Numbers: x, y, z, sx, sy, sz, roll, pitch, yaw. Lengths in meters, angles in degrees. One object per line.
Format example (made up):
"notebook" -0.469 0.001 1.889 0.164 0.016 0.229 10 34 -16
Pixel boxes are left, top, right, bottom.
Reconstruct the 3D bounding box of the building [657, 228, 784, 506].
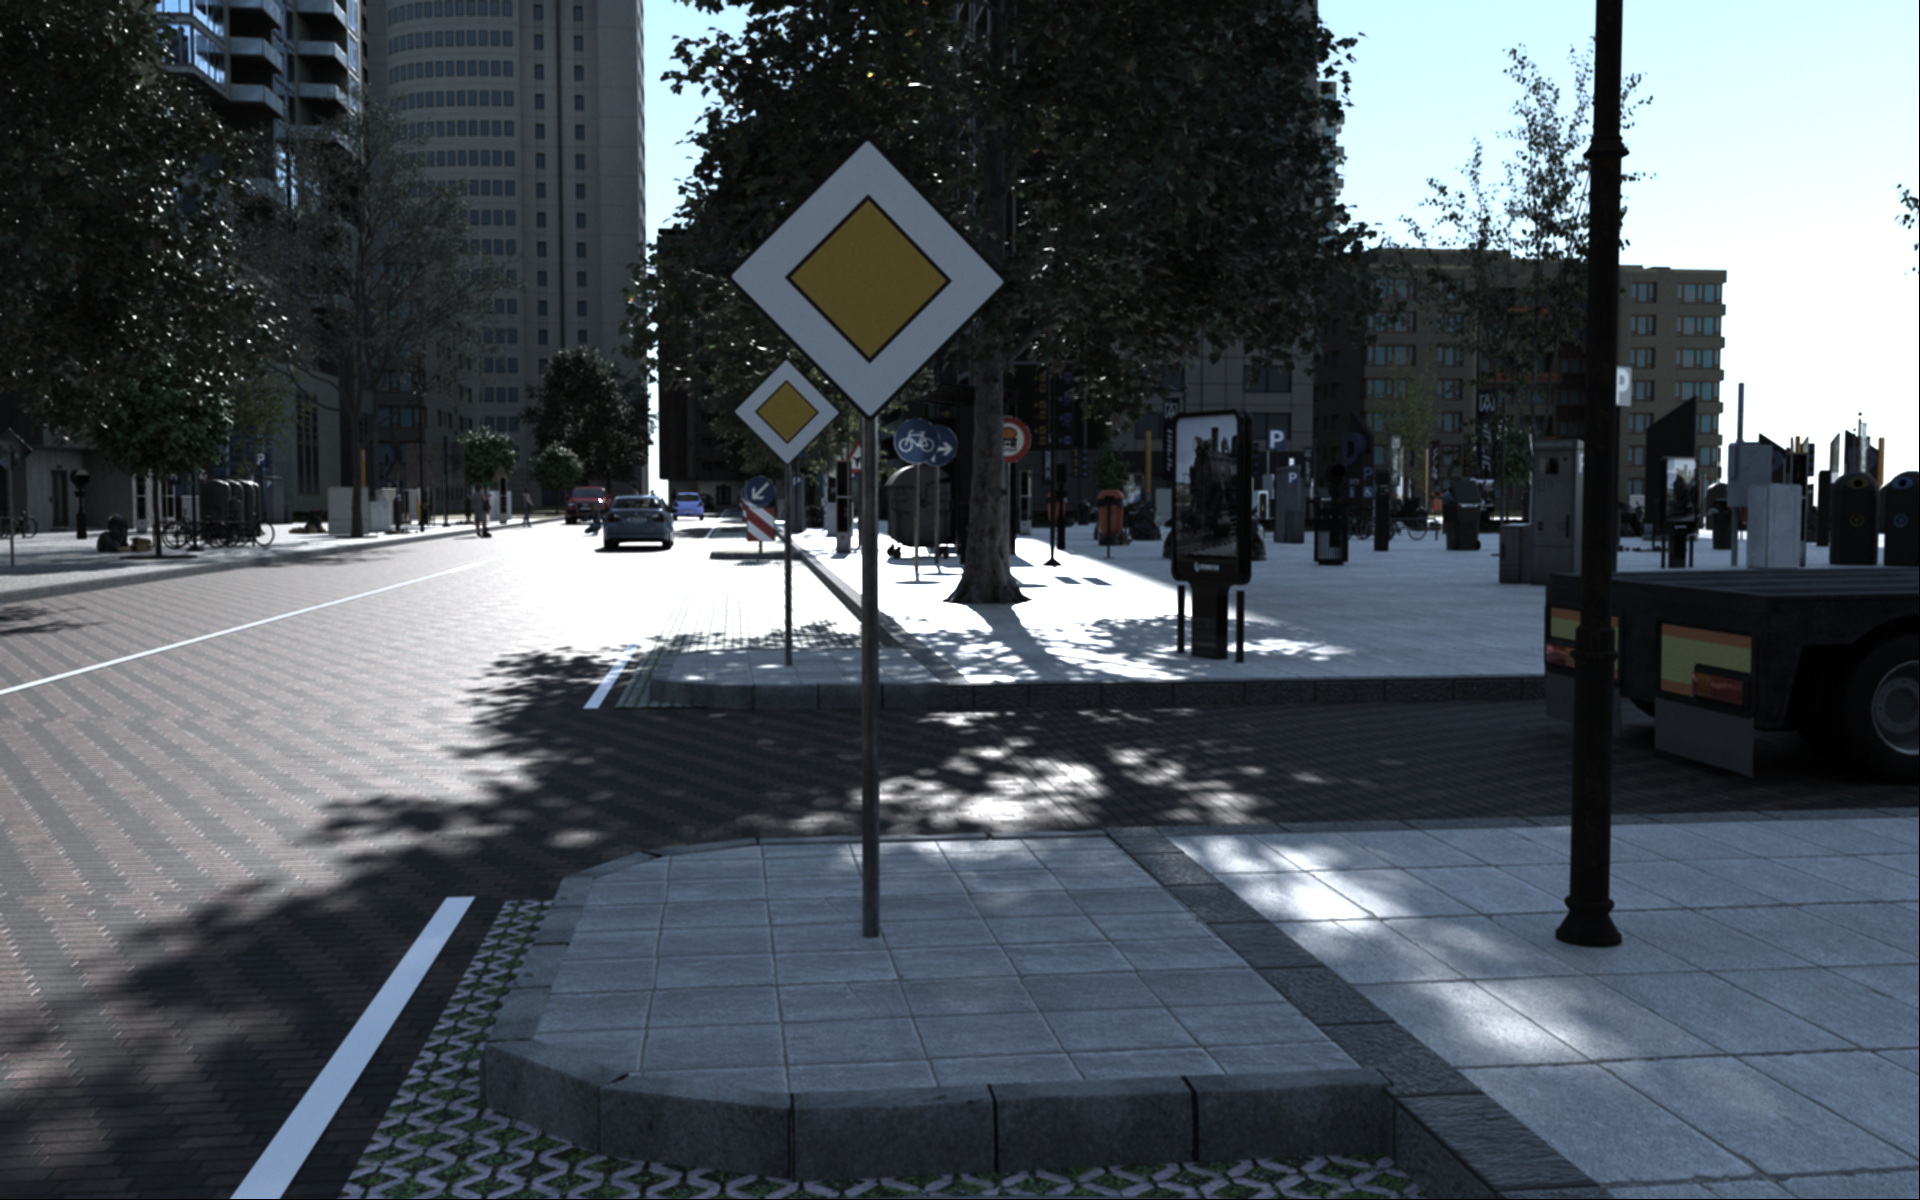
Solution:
"building" -25.593 -25.445 187.732 14.107 30.474 14.160 0 4 -7

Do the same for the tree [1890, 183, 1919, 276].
"tree" 20.803 -5.020 32.434 4.737 8.622 4.395 0 3 0

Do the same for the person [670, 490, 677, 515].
"person" -18.853 -6.457 114.794 0.721 1.735 1.217 -3 5 -42

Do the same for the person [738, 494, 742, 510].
"person" -18.938 -8.530 149.442 0.415 1.643 0.593 -1 4 -10

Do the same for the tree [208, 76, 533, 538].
"tree" -17.580 -8.567 50.439 12.009 13.543 11.850 0 3 0

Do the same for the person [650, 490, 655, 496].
"person" -20.624 -6.530 116.068 0.445 1.727 0.742 0 4 -1

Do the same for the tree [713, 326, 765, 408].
"tree" -17.400 -18.933 165.446 12.611 20.169 13.585 0 3 0

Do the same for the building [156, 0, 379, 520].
"building" -45.972 -47.965 96.900 22.319 86.520 31.000 0 4 -7

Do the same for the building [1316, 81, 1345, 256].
"building" 27.263 -35.428 198.858 30.456 49.044 23.786 0 4 -7

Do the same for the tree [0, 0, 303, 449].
"tree" -14.189 -6.528 23.741 9.611 12.733 9.660 0 3 0

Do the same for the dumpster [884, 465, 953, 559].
"dumpster" -0.825 -1.780 34.866 1.264 1.857 1.865 0 4 -7

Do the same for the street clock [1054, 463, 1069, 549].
"street clock" 2.345 -2.175 40.133 0.358 2.002 0.471 0 4 4

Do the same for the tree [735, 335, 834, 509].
"tree" -10.080 -11.423 104.894 7.486 12.596 7.792 0 3 0

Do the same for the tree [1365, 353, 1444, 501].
"tree" 23.057 -8.493 89.231 4.737 8.622 4.395 0 3 0

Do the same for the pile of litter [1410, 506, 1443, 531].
"pile of litter" 16.563 -2.887 61.162 1.719 0.858 1.176 -2 4 -35

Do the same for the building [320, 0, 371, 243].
"building" -73.367 -45.549 182.973 20.611 71.187 20.563 0 4 -7

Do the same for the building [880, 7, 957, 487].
"building" 4.808 -31.798 143.600 21.300 48.544 21.600 0 4 -7

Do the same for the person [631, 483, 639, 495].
"person" -10.180 -2.760 53.962 0.374 1.781 0.599 -1 4 -19

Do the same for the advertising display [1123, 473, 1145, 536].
"advertising display" 5.326 -2.930 53.116 0.123 1.923 0.974 -2 4 -29

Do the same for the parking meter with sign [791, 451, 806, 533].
"parking meter with sign" -5.403 -3.767 57.852 0.543 3.016 1.738 0 4 -1

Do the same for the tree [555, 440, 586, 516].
"tree" -24.014 -7.326 103.499 4.285 4.588 4.351 0 3 0

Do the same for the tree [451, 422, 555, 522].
"tree" -21.826 -5.844 79.261 4.285 4.588 4.351 0 3 0

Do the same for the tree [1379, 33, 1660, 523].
"tree" 9.224 -4.754 28.096 4.360 8.622 3.978 0 3 0

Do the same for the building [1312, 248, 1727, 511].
"building" 42.926 -18.380 145.545 28.899 21.520 27.650 0 4 -7

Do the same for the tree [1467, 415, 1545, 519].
"tree" 22.605 -5.380 71.677 4.285 4.588 4.351 0 3 0

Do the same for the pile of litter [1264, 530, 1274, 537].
"pile of litter" 8.571 -2.293 51.452 1.719 0.858 1.176 0 4 6

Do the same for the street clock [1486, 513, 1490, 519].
"street clock" 22.944 -4.324 75.270 0.471 2.002 0.358 -2 4 -26

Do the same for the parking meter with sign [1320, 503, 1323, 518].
"parking meter with sign" 16.499 -5.284 82.654 1.738 3.016 0.543 3 5 41

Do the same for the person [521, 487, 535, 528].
"person" -18.584 -3.987 74.275 0.643 1.750 0.593 -3 5 -40

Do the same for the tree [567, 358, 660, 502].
"tree" -32.142 -15.385 158.191 9.857 13.997 8.962 0 3 0

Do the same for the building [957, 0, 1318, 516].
"building" 9.058 -40.937 107.566 20.563 71.187 20.611 0 4 -7

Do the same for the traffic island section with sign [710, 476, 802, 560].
"traffic island section with sign" -4.549 -1.826 38.475 1.989 1.847 2.006 0 4 -7

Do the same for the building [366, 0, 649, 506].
"building" -48.343 -39.475 187.416 28.212 58.520 21.231 0 4 -7

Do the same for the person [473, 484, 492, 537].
"person" -16.036 -3.026 58.326 0.716 1.782 0.532 2 4 28

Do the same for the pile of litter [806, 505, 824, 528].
"pile of litter" -5.513 -3.181 65.977 1.719 0.858 1.176 1 4 16

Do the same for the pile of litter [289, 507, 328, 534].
"pile of litter" -21.342 -2.621 56.811 1.176 0.858 1.719 -2 4 -35

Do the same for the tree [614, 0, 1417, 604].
"tree" 0.439 -6.314 20.237 9.611 12.733 9.660 0 3 0

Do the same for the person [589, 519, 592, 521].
"person" -19.500 -5.122 91.878 1.348 1.869 0.705 -1 4 -14

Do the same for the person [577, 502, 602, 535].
"person" -12.754 -2.827 60.228 0.738 1.151 1.012 -3 5 -42

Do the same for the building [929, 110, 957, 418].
"building" 4.477 -21.656 125.771 14.160 30.474 14.107 0 4 -7

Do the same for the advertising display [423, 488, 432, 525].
"advertising display" -22.441 -4.120 72.577 0.974 1.923 0.123 3 5 41

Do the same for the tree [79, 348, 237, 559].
"tree" -16.089 -3.121 34.741 4.285 4.588 4.351 0 3 0

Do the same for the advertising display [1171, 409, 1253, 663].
"advertising display" 1.957 -0.509 13.542 0.123 1.923 0.974 -2 4 -24

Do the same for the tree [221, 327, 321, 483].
"tree" -26.849 -7.067 65.911 4.737 8.622 4.395 0 3 0

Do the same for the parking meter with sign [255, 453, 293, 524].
"parking meter with sign" -29.174 -4.742 73.786 0.543 3.016 1.738 1 4 17

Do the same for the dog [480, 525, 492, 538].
"dog" -15.608 -2.240 56.818 0.550 0.427 0.748 1 4 11

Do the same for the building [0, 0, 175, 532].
"building" -36.852 -17.591 59.308 14.160 30.474 14.107 0 4 -7

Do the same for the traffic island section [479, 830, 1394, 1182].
"traffic island section" -0.239 1.054 5.050 2.009 0.180 2.903 0 4 -7

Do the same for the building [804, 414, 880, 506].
"building" -4.098 -35.173 194.689 30.456 49.044 23.786 0 4 -7

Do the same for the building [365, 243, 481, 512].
"building" -53.948 -17.674 134.008 28.899 21.520 27.650 0 4 -7

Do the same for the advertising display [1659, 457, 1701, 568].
"advertising display" 12.515 -1.527 30.174 0.974 1.923 0.123 -2 4 -35

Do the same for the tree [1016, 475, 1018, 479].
"tree" 1.632 -4.766 72.518 1.663 3.219 1.824 0 3 0

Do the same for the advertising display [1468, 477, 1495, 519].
"advertising display" 19.448 -3.635 64.638 0.974 1.923 0.123 0 4 5

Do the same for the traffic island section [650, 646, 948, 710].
"traffic island section" -1.261 0.570 12.969 2.009 0.180 2.903 0 4 -7

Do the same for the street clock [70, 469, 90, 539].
"street clock" -25.079 -2.742 49.401 0.358 2.002 0.471 2 4 28

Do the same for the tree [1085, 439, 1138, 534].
"tree" 4.743 -3.682 54.802 1.663 3.219 1.824 0 3 0

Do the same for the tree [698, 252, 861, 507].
"tree" -7.719 -10.691 81.452 9.857 13.997 8.962 0 3 0

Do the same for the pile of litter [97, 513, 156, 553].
"pile of litter" -18.603 -1.519 38.806 1.176 0.858 1.719 1 4 18

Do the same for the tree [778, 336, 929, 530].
"tree" -2.987 -5.951 47.659 4.360 8.622 3.978 0 3 0

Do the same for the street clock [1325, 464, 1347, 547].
"street clock" 9.056 -2.275 41.773 0.471 2.002 0.358 -2 4 -25
